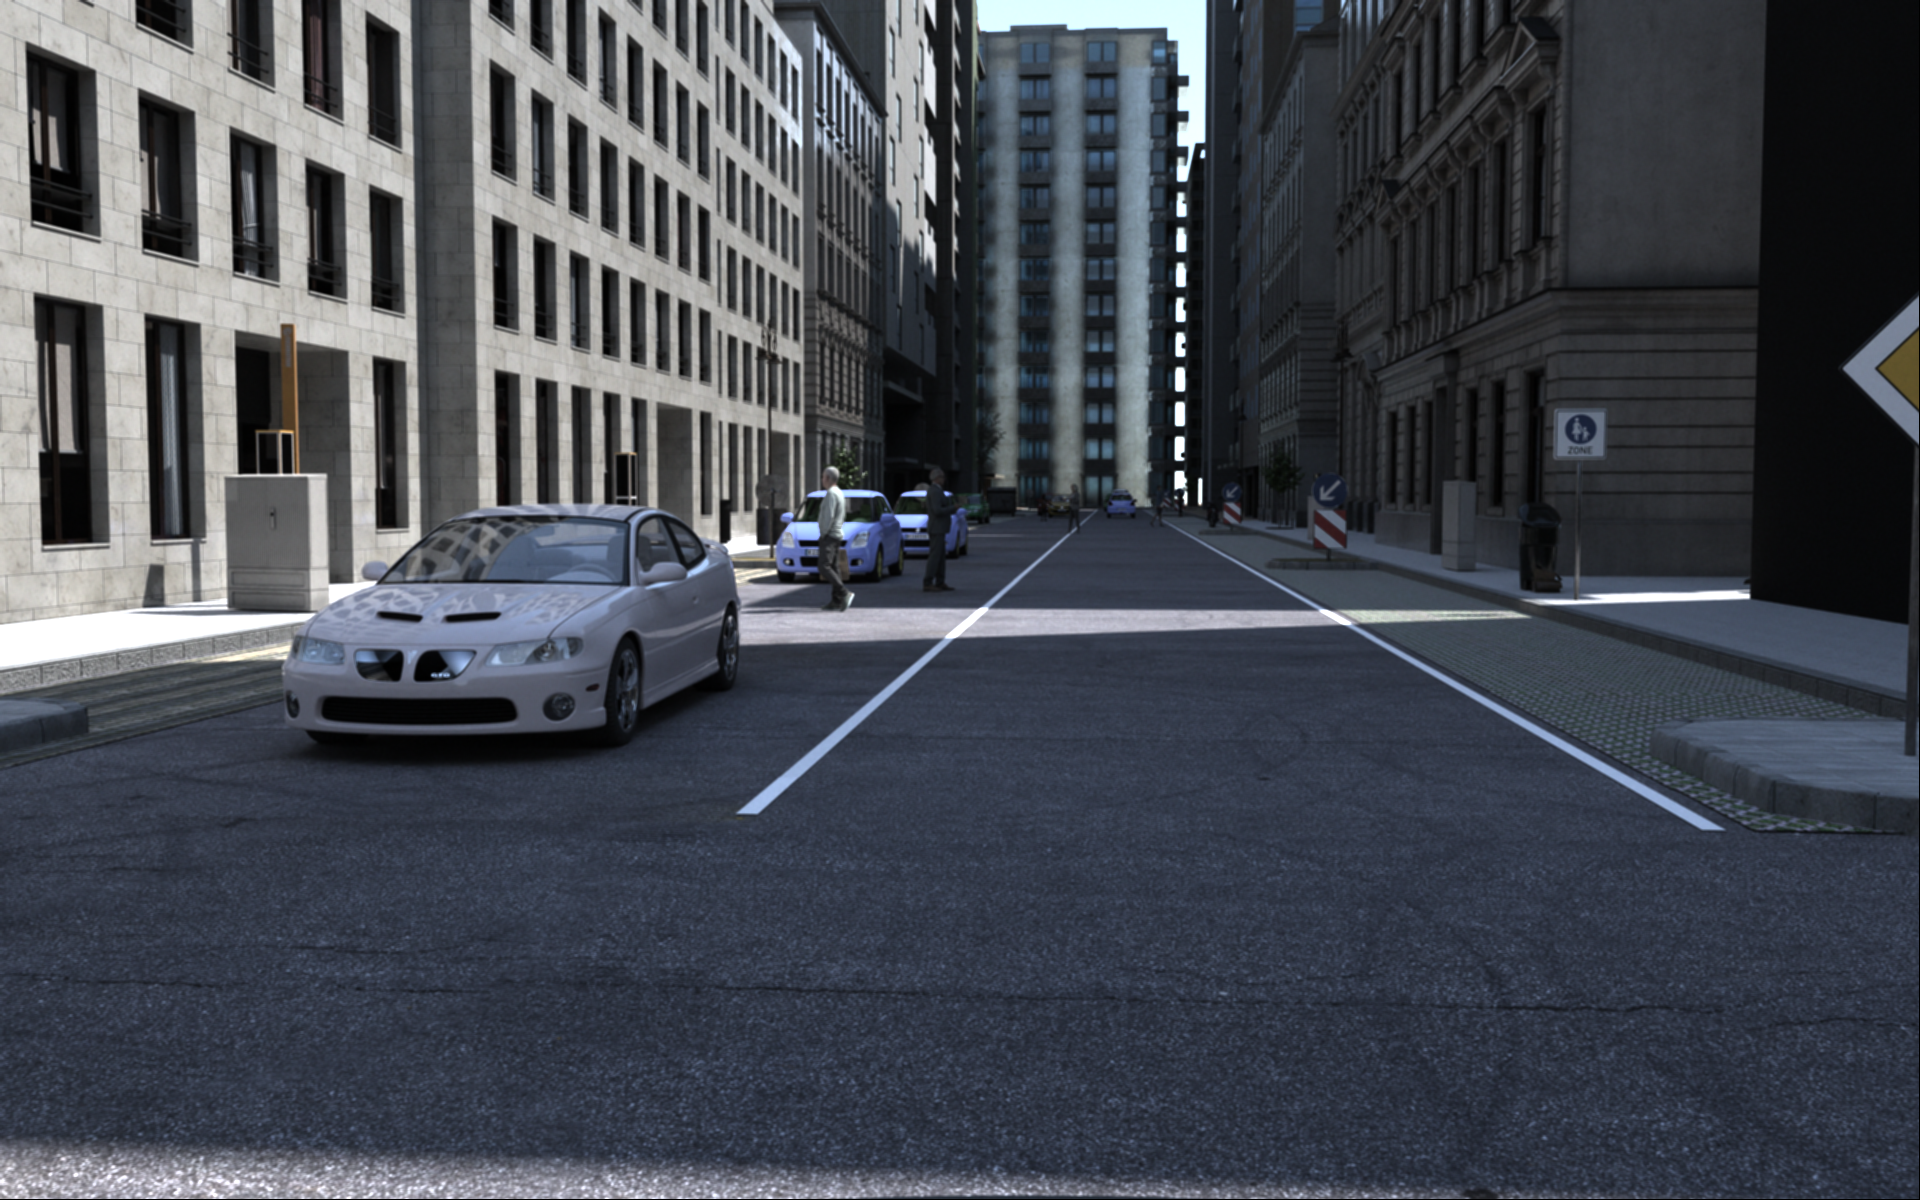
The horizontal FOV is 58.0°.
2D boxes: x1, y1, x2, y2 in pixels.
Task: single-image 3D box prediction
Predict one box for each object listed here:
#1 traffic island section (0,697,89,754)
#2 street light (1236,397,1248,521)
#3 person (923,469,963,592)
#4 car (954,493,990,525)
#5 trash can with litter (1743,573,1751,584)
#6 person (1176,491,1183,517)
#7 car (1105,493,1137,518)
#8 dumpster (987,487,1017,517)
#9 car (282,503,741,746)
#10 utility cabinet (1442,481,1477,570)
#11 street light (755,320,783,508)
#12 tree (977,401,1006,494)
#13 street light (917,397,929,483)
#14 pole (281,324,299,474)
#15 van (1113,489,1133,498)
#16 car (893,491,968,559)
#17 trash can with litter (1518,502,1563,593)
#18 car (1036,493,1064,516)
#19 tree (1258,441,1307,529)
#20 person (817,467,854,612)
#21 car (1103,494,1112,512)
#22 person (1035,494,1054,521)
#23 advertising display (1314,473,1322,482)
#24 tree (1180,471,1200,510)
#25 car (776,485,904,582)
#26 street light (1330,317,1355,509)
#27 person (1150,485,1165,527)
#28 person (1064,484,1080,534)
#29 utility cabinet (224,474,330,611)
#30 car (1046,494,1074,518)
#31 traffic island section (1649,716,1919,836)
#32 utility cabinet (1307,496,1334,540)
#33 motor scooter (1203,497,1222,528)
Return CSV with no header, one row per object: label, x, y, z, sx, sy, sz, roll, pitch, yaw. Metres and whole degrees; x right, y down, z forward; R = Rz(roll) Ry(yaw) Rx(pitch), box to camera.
traffic island section,-6.261,0.782,9.498,2.009,0.180,2.903,0,4,5
street light,13.455,-6.723,82.710,0.468,5.910,1.993,0,4,5
person,-0.257,-1.032,25.545,0.590,1.801,0.661,0,4,-7
car,0.399,-4.505,82.448,1.959,1.807,4.718,0,4,7
trash can with litter,10.908,-0.707,22.948,0.624,1.170,1.055,-2,4,-29
person,13.629,-5.958,107.378,0.415,1.643,0.593,0,4,5
car,9.696,-5.790,104.249,1.945,1.707,3.694,0,4,4
dumpster,2.556,-6.006,106.406,1.865,1.857,1.264,0,4,6
car,-2.693,0.059,11.405,2.083,1.381,4.827,0,4,5
utility cabinet,8.418,-1.254,29.183,0.318,1.500,1.173,0,4,3
street light,-5.060,-4.483,46.079,0.468,5.910,1.993,0,4,5
tree,1.510,-11.241,134.145,4.360,8.622,3.978,0,3,0
street light,-1.742,-6.695,82.258,0.468,5.910,1.993,0,4,5
pole,-8.061,-1.654,20.881,0.158,3.312,0.155,0,3,0
van,14.249,-8.944,153.250,2.013,2.044,4.112,0,4,7
car,-0.768,-1.830,39.506,1.945,1.707,3.694,0,4,5
trash can with litter,7.753,-0.704,22.898,0.624,1.170,1.055,0,4,4
car,6.178,-6.570,116.465,2.155,1.783,4.494,0,4,5
tree,11.902,-4.223,63.652,1.663,3.219,1.824,0,3,0
person,-1.528,-0.760,21.417,0.515,1.767,0.782,0,4,6
car,12.653,-8.114,141.461,1.959,1.807,4.718,0,4,4
person,4.448,-4.891,91.735,1.065,1.426,0.557,-1,4,-23
advertising display,11.205,-3.003,54.315,0.123,1.923,0.974,0,4,4
tree,19.014,-9.117,143.661,1.663,3.219,1.824,0,3,0
car,-1.994,-1.205,29.299,1.945,1.707,3.694,0,4,6
street light,10.009,-4.446,45.474,0.468,5.910,1.993,0,4,5
person,8.733,-4.155,76.453,0.654,1.822,0.581,1,4,21
person,4.110,-3.309,62.790,0.526,1.800,0.537,-1,4,-22
utility cabinet,-7.471,-0.626,18.921,1.173,1.500,0.318,1,4,23
car,6.318,-5.898,106.653,2.015,1.641,3.980,0,4,4
traffic island section,4.686,0.842,8.513,2.009,0.180,2.903,0,4,5
utility cabinet,9.965,-2.244,47.854,0.306,1.237,1.020,-1,4,-15
motor scooter,10.842,-3.765,74.335,0.815,1.314,1.986,0,4,5
